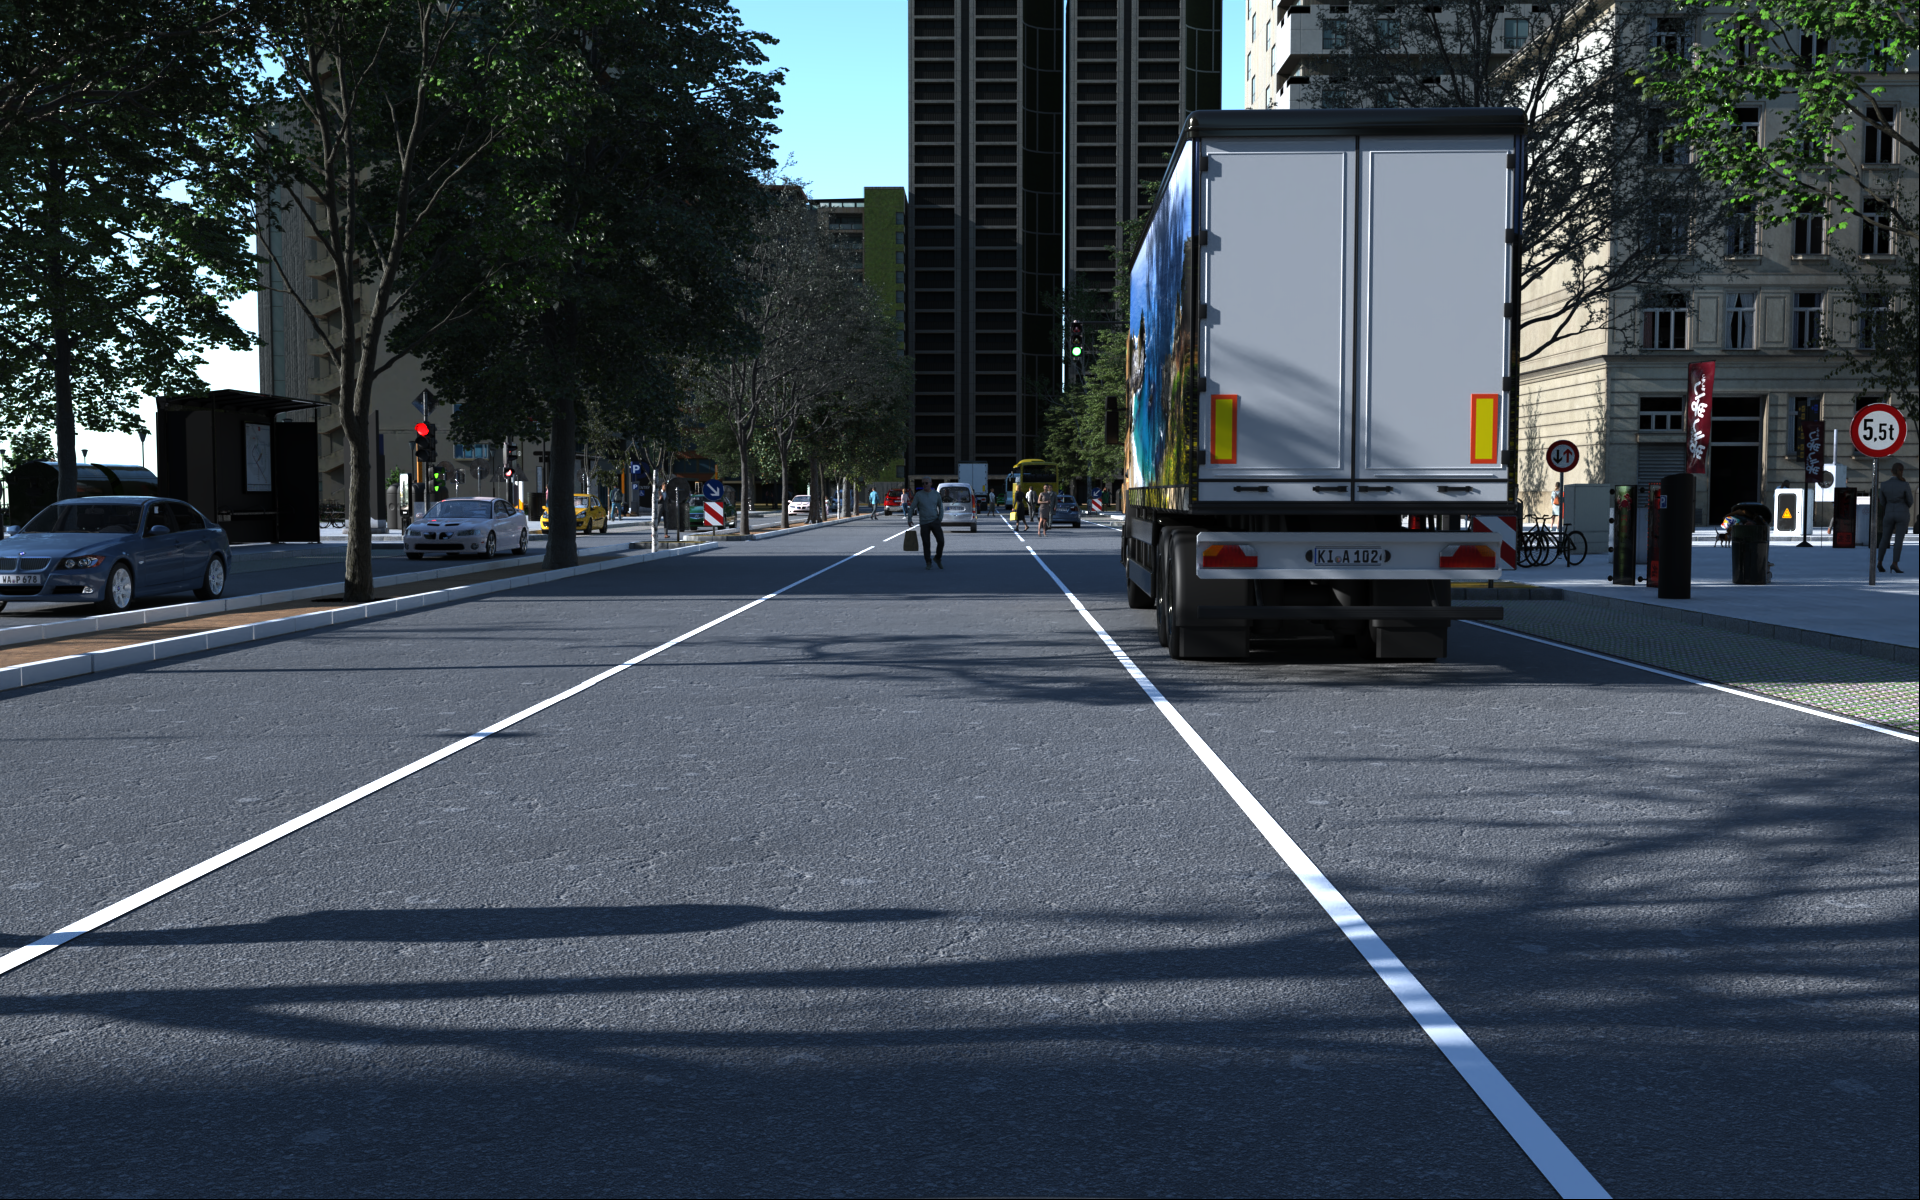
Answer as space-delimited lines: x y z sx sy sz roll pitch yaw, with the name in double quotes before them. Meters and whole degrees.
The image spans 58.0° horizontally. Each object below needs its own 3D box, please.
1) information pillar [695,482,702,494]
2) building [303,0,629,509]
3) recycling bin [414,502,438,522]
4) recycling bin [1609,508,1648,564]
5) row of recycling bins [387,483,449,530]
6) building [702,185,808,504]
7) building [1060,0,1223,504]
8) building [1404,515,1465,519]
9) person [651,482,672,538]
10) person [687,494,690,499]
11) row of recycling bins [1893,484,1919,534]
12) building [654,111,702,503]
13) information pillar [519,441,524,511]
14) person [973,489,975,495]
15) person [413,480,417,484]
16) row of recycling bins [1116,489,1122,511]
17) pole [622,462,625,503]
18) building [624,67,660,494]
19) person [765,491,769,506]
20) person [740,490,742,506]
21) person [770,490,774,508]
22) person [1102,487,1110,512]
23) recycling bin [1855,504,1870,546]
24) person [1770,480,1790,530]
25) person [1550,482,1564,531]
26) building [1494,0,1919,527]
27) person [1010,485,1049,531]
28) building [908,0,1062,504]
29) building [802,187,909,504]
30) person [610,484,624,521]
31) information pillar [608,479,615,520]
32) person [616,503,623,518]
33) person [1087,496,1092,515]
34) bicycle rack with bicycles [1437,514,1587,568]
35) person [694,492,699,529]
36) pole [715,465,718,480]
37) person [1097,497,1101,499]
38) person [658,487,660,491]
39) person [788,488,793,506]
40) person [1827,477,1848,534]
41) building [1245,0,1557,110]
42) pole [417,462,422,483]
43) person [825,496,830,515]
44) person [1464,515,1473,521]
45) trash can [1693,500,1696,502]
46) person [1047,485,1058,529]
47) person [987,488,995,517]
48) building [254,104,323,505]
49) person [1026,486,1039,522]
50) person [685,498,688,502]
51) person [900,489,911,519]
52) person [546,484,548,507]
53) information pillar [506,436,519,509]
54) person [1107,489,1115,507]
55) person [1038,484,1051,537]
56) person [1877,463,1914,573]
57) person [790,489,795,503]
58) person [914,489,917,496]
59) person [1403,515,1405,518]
"information pillar" -15.888 -6.172 105.405 0.304 2.012 0.304 3 5 42
"building" -39.788 -31.569 139.849 21.300 48.544 21.600 0 4 1
"recycling bin" -17.293 -2.672 56.242 0.722 1.027 0.722 0 4 -6
"recycling bin" 12.407 -1.183 31.895 0.722 1.027 0.722 0 4 7
"row of recycling bins" -19.509 -3.369 62.198 3.534 1.692 1.069 3 5 45
"building" -35.440 -35.644 237.400 28.867 44.769 22.147 0 4 1
"building" 24.881 -48.749 235.296 20.611 71.187 20.563 0 4 1
"building" 29.486 -15.752 108.451 10.553 20.767 40.483 0 4 1
"person" -9.637 -2.917 56.164 0.622 1.834 0.822 -3 4 -39
"person" -26.591 -10.014 169.635 0.599 1.838 0.709 3 5 42
"row of recycling bins" 31.230 -2.935 55.104 3.534 1.692 1.069 3 5 43
"building" -43.381 -32.082 179.161 28.867 44.769 22.147 0 4 1
"information pillar" -19.449 -5.206 76.471 0.504 3.616 0.183 3 4 36
"person" 1.109 -8.240 143.188 0.705 1.831 1.348 -2 4 -25
"person" -21.244 -3.755 67.305 0.748 1.841 0.638 1 4 23
"row of recycling bins" 13.184 -7.385 127.856 3.534 1.692 1.069 2 4 24
"pole" -20.463 -6.813 105.239 0.158 3.312 0.155 0 3 0
"building" -35.827 -29.015 157.983 14.154 41.232 14.086 0 4 1
"person" -21.484 -11.360 193.245 0.593 1.643 0.415 3 5 41
"person" -23.846 -11.143 189.164 0.436 1.711 0.756 1 4 9
"person" -16.405 -8.793 151.271 0.415 1.643 0.593 -1 4 -20
"person" 10.587 -7.336 126.225 0.600 1.795 0.529 -1 4 -13
"recycling bin" 22.371 -1.856 42.899 0.722 1.027 0.722 -3 5 -43
"person" 29.461 -3.416 62.157 0.793 1.790 0.793 0 4 7
"person" 20.571 -3.215 59.617 0.512 1.701 0.522 2 4 27
"building" 39.500 -14.732 74.151 30.059 22.955 16.112 0 4 1
"person" 2.689 -3.581 67.267 1.509 1.804 0.699 0 4 -5
"building" 3.647 -48.718 234.794 20.611 71.187 20.563 0 4 1
"building" -14.025 -33.582 232.665 14.086 41.232 14.154 0 4 1
"person" -16.063 -4.570 80.741 0.794 1.824 0.713 2 4 26
"information pillar" -16.971 -4.882 84.308 0.304 2.012 0.304 -1 4 -20
"person" -18.562 -5.295 93.372 0.760 1.731 0.466 -2 4 -31
"person" 8.793 -6.415 117.662 0.425 1.301 0.394 -2 4 -30
"bicycle rack with bicycles" 9.852 -1.079 31.017 2.925 0.926 2.852 -1 4 -9
"person" -10.864 -3.669 71.076 0.503 1.515 0.523 1 4 9
"pole" -16.912 -7.734 120.300 0.158 3.312 0.155 0 3 0
"person" 10.538 -7.600 130.855 0.434 1.755 0.990 0 4 6
"person" -23.531 -7.922 135.532 0.705 1.831 1.348 -3 5 -43
"person" -15.577 -9.291 158.027 0.705 1.814 1.350 -2 4 -24
"person" 27.977 -2.995 54.976 0.622 1.834 0.822 0 4 -2
"building" 39.249 -34.046 145.892 28.713 52.752 27.495 0 4 1
"pole" -20.349 -4.368 65.256 0.158 3.312 0.155 0 3 0
"person" -8.426 -5.940 109.892 0.425 1.301 0.394 1 4 12
"person" 16.360 -2.737 55.460 0.373 1.253 0.362 3 5 40
"trash can" 17.871 -1.920 43.041 0.748 1.137 0.748 0 3 0
"person" 3.609 -3.767 70.187 0.694 1.812 0.767 2 4 24
"person" 2.001 -6.232 110.618 0.478 1.798 0.641 -3 5 -44
"building" -65.119 -30.631 184.409 14.086 41.232 14.154 0 4 1
"person" 3.737 -4.948 89.499 0.679 1.850 0.850 1 4 8
"person" -31.256 -11.704 197.955 0.990 1.755 0.434 1 4 19
"person" -3.060 -5.594 100.638 0.598 1.740 0.731 2 4 31
"person" -22.830 -5.493 95.862 0.388 1.821 0.555 -1 4 -15
"information pillar" -18.075 -4.788 69.631 0.183 3.616 0.504 -3 5 -43
"person" 14.790 -10.146 172.010 1.350 1.814 0.705 -2 4 -35
"person" 2.858 -3.031 58.392 0.599 1.781 0.374 -2 4 -34
"person" 15.251 -1.340 28.222 0.520 1.790 0.573 2 4 34
"person" -19.113 -11.619 196.012 1.348 1.824 0.705 -3 5 -39
"person" -3.648 -8.127 141.336 0.705 1.831 1.348 0 4 4
"person" 22.888 -5.228 91.737 0.699 1.804 1.509 -1 4 -16
